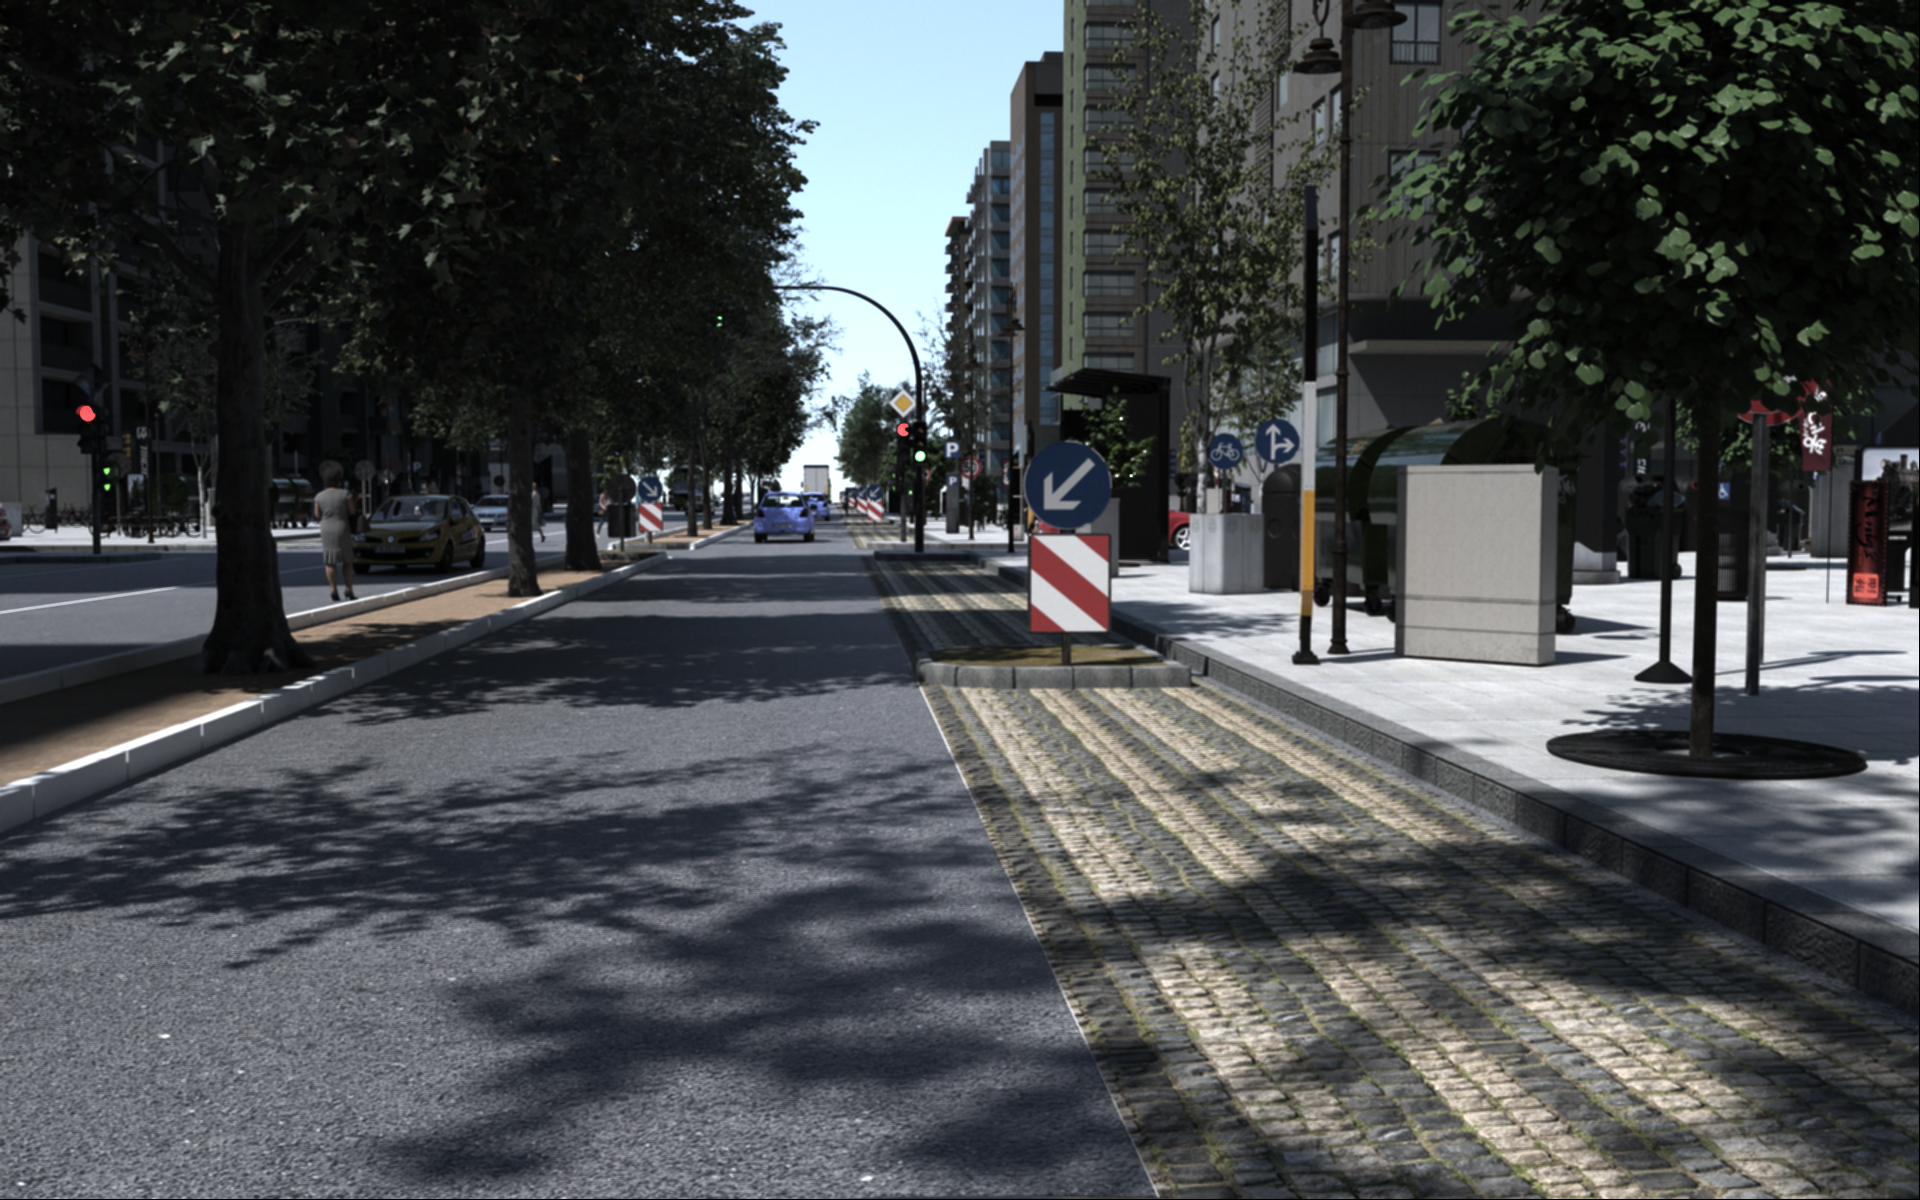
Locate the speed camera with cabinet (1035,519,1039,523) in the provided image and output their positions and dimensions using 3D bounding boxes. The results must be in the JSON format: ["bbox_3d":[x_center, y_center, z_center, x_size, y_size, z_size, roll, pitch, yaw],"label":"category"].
[{"bbox_3d":[3.984,-4.994,75.982,0.660,3.252,2.038,-3,5,-40],"label":"speed camera with cabinet"}]

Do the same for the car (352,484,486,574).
[{"bbox_3d":[-10.131,-1.360,32.456,2.015,1.641,3.980,0,4,-2],"label":"car"}]

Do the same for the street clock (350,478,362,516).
[{"bbox_3d":[-26.700,-4.406,76.604,0.471,2.002,0.358,1,4,22],"label":"street clock"}]

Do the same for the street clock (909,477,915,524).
[{"bbox_3d":[-2.085,-4.315,75.128,0.358,2.002,0.471,0,4,-4],"label":"street clock"}]

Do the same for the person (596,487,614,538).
[{"bbox_3d":[-11.578,-2.899,56.493,0.643,1.750,0.593,3,5,45],"label":"person"}]

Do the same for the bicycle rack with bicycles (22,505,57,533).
[{"bbox_3d":[-31.231,-2.651,56.728,2.852,0.926,2.925,2,4,29],"label":"bicycle rack with bicycles"}]

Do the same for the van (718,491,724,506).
[{"bbox_3d":[-28.816,-12.635,213.595,2.013,2.044,4.112,0,4,-5],"label":"van"}]

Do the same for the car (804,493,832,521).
[{"bbox_3d":[-7.780,-5.044,92.061,1.945,1.707,3.694,0,4,-3],"label":"car"}]

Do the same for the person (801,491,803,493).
[{"bbox_3d":[-14.751,-9.313,161.700,0.436,1.711,0.756,-3,5,-40],"label":"person"}]

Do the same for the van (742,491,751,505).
[{"bbox_3d":[-28.658,-13.800,232.637,2.013,2.044,4.112,0,4,-5],"label":"van"}]

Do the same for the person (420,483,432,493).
[{"bbox_3d":[-18.741,-3.199,60.828,0.581,1.822,0.654,-1,4,-15],"label":"person"}]

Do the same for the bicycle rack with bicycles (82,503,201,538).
[{"bbox_3d":[-23.889,-2.319,51.297,2.925,0.926,2.852,-1,4,-10],"label":"bicycle rack with bicycles"}]

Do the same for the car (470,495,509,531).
[{"bbox_3d":[-17.640,-3.322,66.323,2.014,1.417,4.499,0,4,-3],"label":"car"}]

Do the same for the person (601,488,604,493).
[{"bbox_3d":[-23.024,-6.245,110.872,0.573,1.790,0.520,-2,4,-28],"label":"person"}]

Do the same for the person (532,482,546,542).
[{"bbox_3d":[-12.603,-2.594,51.262,0.624,1.780,0.694,2,4,28],"label":"person"}]

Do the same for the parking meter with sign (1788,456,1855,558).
[{"bbox_3d":[17.511,-2.350,34.677,1.738,3.016,0.543,0,4,5],"label":"parking meter with sign"}]

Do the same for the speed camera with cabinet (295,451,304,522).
[{"bbox_3d":[-30.865,-5.264,80.399,0.660,3.252,2.038,-1,4,-11],"label":"speed camera with cabinet"}]

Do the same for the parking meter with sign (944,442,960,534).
[{"bbox_3d":[-0.255,-3.705,56.840,0.543,3.016,1.738,0,3,0],"label":"parking meter with sign"}]

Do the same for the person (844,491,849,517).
[{"bbox_3d":[-7.024,-5.923,107.146,0.330,1.601,0.589,0,4,5],"label":"person"}]

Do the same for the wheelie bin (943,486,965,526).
[{"bbox_3d":[-0.116,-3.820,70.371,0.980,1.594,0.693,-2,4,-29],"label":"wheelie bin"}]

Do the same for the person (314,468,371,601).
[{"bbox_3d":[-8.293,-0.886,23.342,0.716,1.782,0.532,0,4,-5],"label":"person"}]

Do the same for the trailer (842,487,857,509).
[{"bbox_3d":[-9.435,-8.732,149.813,1.471,1.999,3.904,0,4,-5],"label":"trailer"}]

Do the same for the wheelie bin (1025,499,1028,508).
[{"bbox_3d":[2.517,-3.884,71.418,0.980,1.594,0.693,-3,5,-44],"label":"wheelie bin"}]

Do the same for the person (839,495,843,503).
[{"bbox_3d":[-18.217,-15.952,269.274,1.348,1.831,0.705,2,4,34],"label":"person"}]

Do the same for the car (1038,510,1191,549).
[{"bbox_3d":[4.188,-2.082,43.088,4.494,1.783,2.155,0,4,-5],"label":"car"}]

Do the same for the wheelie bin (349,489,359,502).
[{"bbox_3d":[-41.574,-6.772,118.632,0.693,1.594,0.980,2,4,23],"label":"wheelie bin"}]

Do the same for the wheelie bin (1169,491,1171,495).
[{"bbox_3d":[9.894,-4.676,84.367,0.693,1.594,0.980,1,4,22],"label":"wheelie bin"}]

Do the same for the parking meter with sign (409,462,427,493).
[{"bbox_3d":[-28.949,-5.921,93.073,0.543,3.016,1.738,-2,4,-31],"label":"parking meter with sign"}]

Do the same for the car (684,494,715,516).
[{"bbox_3d":[-17.460,-6.483,116.224,2.015,1.641,3.980,0,4,-3],"label":"car"}]

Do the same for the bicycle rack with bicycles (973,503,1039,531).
[{"bbox_3d":[1.404,-2.864,60.211,2.852,0.926,2.925,0,4,1],"label":"bicycle rack with bicycles"}]

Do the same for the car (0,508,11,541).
[{"bbox_3d":[-25.394,-1.999,41.723,4.494,1.783,2.155,0,4,-4],"label":"car"}]

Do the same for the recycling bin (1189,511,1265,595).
[{"bbox_3d":[3.446,-0.602,22.394,0.722,1.027,0.722,-2,4,-27],"label":"recycling bin"}]

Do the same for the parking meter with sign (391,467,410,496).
[{"bbox_3d":[-35.229,-6.970,110.224,1.738,3.016,0.543,-1,4,-14],"label":"parking meter with sign"}]

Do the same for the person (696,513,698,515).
[{"bbox_3d":[-18.220,-6.624,118.617,0.589,1.601,0.330,1,4,15],"label":"person"}]

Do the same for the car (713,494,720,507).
[{"bbox_3d":[-27.217,-10.967,189.092,2.009,1.686,4.222,0,4,-6],"label":"car"}]

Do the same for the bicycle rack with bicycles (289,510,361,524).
[{"bbox_3d":[-26.600,-3.652,73.084,2.925,0.926,2.852,3,5,44],"label":"bicycle rack with bicycles"}]

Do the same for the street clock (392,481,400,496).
[{"bbox_3d":[-32.188,-5.766,98.847,0.471,2.002,0.358,3,5,40],"label":"street clock"}]

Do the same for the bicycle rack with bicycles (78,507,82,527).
[{"bbox_3d":[-34.471,-3.326,67.764,2.925,0.926,2.852,-2,4,-32],"label":"bicycle rack with bicycles"}]

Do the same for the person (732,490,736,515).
[{"bbox_3d":[-15.146,-6.658,117.544,0.709,1.800,0.728,-1,4,-23],"label":"person"}]

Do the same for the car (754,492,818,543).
[{"bbox_3d":[-5.298,-2.623,52.484,1.945,1.707,3.694,0,4,-3],"label":"car"}]

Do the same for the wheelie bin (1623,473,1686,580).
[{"bbox_3d":[10.504,-1.119,26.200,0.693,1.594,0.980,-2,4,-33],"label":"wheelie bin"}]

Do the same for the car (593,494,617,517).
[{"bbox_3d":[-19.596,-5.027,93.988,2.131,1.459,4.920,0,4,-6],"label":"car"}]

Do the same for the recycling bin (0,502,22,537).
[{"bbox_3d":[-28.590,-2.398,51.761,0.722,1.027,0.722,1,4,19],"label":"recycling bin"}]

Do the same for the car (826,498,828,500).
[{"bbox_3d":[-12.970,-9.077,157.997,1.945,1.707,3.694,0,4,-6],"label":"car"}]

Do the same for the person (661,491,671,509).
[{"bbox_3d":[-28.309,-9.588,165.979,1.217,1.735,0.721,-2,4,-24],"label":"person"}]

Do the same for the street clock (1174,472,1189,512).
[{"bbox_3d":[7.406,-3.257,57.827,0.471,2.002,0.358,-2,4,-32],"label":"street clock"}]

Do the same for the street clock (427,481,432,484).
[{"bbox_3d":[-29.394,-5.566,95.581,0.358,2.002,0.471,2,4,34],"label":"street clock"}]

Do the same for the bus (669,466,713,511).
[{"bbox_3d":[-23.568,-9.870,152.928,2.896,3.916,12.252,0,4,-4],"label":"bus"}]

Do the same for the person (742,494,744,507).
[{"bbox_3d":[-24.175,-11.198,191.678,0.705,1.812,1.348,1,4,11],"label":"person"}]

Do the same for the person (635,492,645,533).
[{"bbox_3d":[-11.840,-3.383,63.676,0.748,1.841,0.638,0,4,-3],"label":"person"}]

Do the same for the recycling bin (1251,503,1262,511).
[{"bbox_3d":[8.189,-2.124,47.279,0.722,1.027,0.722,-1,4,-10],"label":"recycling bin"}]

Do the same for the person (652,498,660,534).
[{"bbox_3d":[-10.981,-3.250,62.308,0.731,1.740,0.598,2,4,27],"label":"person"}]

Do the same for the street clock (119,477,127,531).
[{"bbox_3d":[-29.062,-3.405,60.241,0.471,2.002,0.358,-2,4,-34],"label":"street clock"}]
